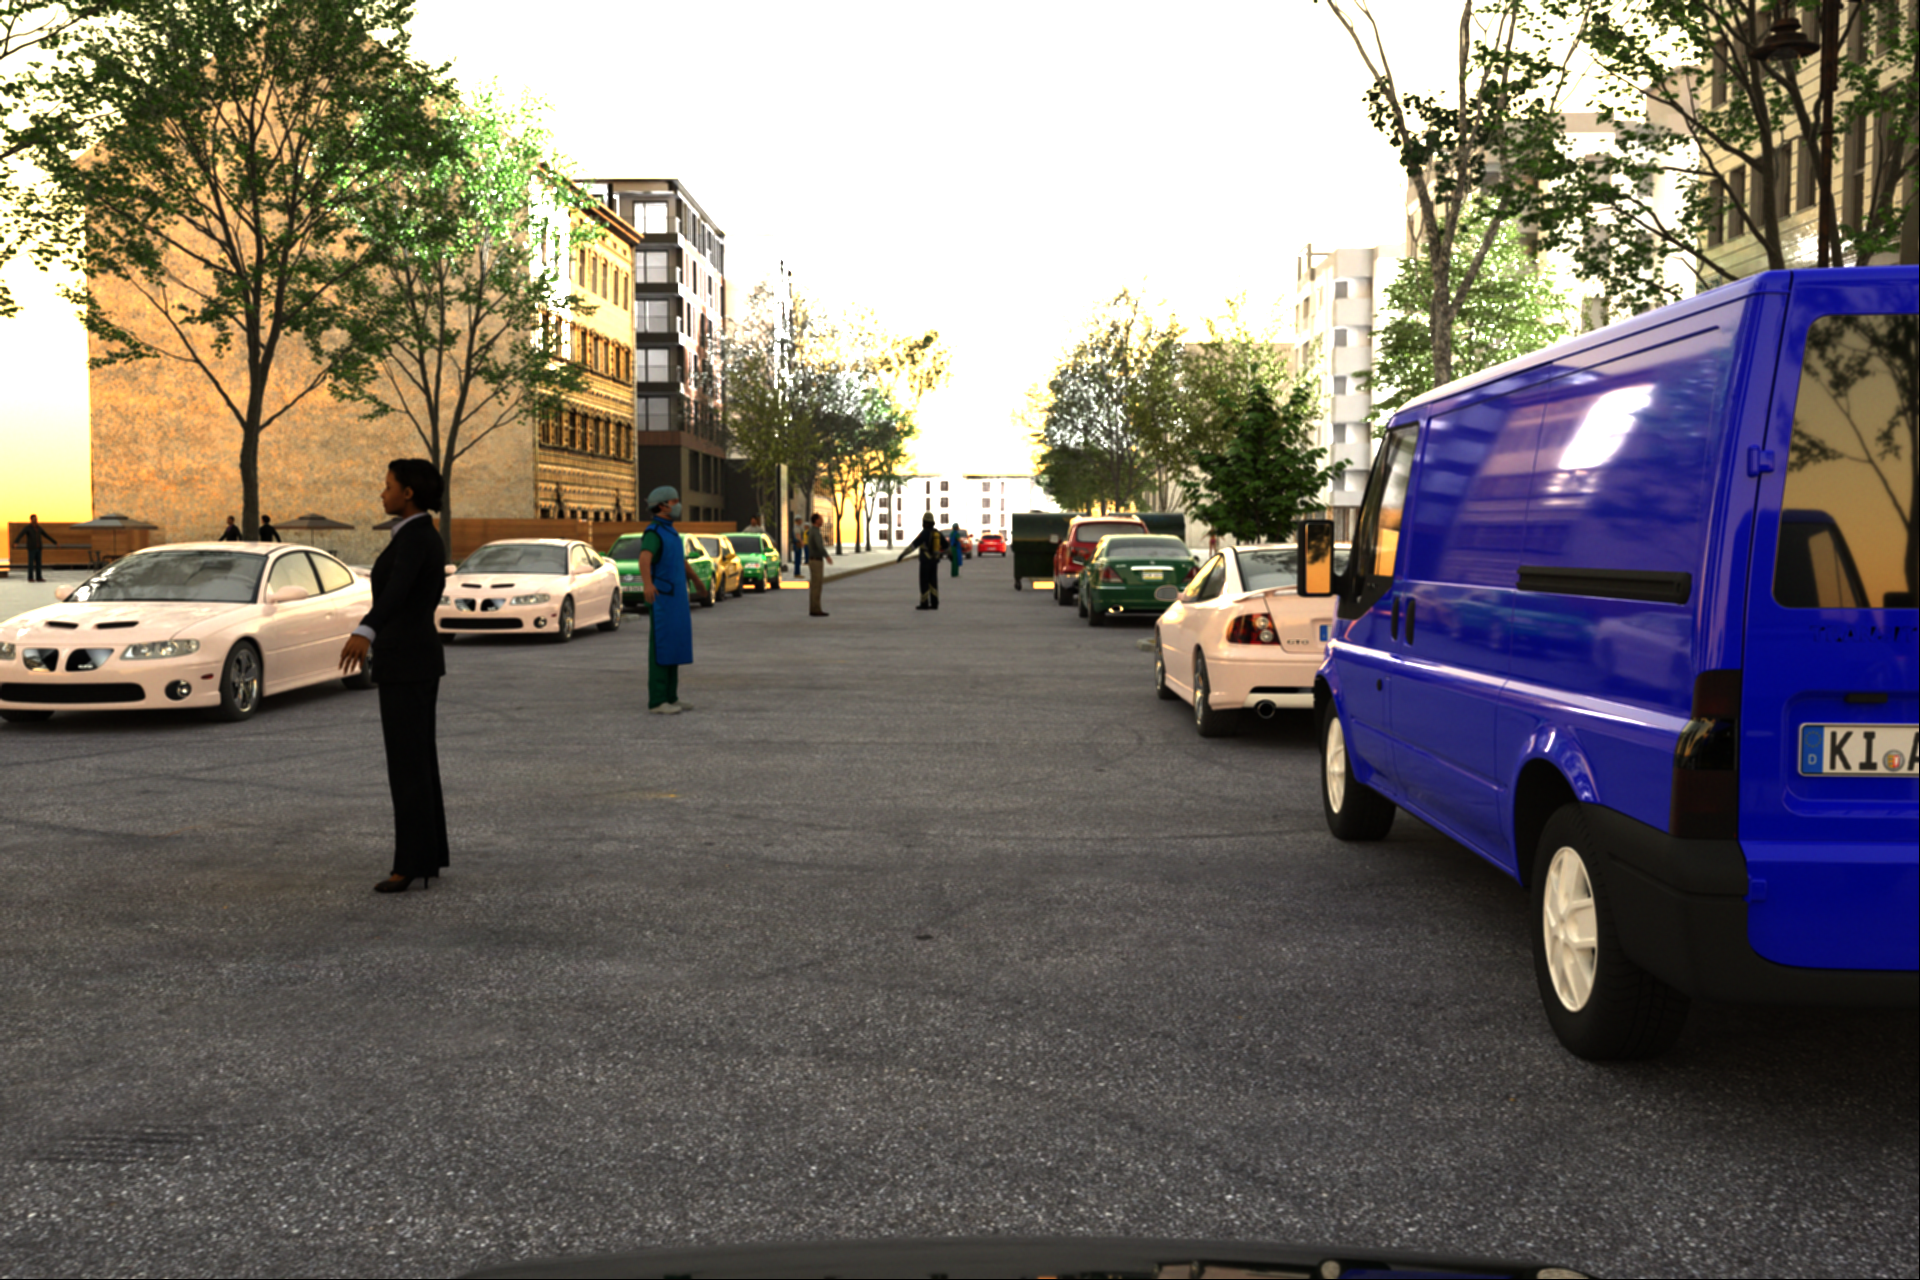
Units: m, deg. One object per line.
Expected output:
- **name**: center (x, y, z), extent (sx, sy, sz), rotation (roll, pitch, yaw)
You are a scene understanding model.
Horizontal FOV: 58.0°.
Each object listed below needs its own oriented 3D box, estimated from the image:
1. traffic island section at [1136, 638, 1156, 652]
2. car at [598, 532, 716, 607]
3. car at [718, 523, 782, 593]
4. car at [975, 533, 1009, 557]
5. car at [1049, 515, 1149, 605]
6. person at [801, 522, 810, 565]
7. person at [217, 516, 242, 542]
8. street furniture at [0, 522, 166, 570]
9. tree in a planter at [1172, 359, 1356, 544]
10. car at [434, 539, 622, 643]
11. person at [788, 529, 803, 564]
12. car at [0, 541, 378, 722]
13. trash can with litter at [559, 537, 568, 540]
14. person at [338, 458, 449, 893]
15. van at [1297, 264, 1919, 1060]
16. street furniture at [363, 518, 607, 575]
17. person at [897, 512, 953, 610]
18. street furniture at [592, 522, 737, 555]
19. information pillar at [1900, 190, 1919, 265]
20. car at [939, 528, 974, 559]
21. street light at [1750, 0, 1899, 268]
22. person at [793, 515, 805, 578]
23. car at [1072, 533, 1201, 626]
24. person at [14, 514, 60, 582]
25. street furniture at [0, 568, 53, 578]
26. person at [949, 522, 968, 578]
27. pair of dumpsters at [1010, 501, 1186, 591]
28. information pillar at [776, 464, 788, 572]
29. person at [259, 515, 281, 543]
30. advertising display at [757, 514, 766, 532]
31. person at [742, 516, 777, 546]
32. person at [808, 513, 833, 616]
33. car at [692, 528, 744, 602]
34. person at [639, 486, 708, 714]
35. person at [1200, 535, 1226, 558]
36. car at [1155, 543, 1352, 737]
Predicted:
- **traffic island section**: center (3.231, 0.072, 21.684), extent (1.991, 0.108, 1.994), rotation (0, 4, 1)
- **car**: center (-5.769, -1.463, 32.709), extent (1.959, 1.807, 4.718), rotation (0, 4, 2)
- **car**: center (-5.594, -2.136, 43.713), extent (1.959, 1.807, 4.718), rotation (0, 4, 1)
- **car**: center (2.041, -6.235, 110.989), extent (2.155, 1.783, 4.494), rotation (0, 4, 1)
- **car**: center (3.019, -1.688, 36.268), extent (2.281, 1.827, 5.304), rotation (0, 4, 1)
- **person**: center (-6.413, -3.980, 71.538), extent (0.721, 1.772, 1.216), rotation (-1, 4, -22)
- **person**: center (-21.199, -2.699, 50.352), extent (1.346, 1.802, 0.704), rotation (3, 4, 36)
- **street furniture**: center (-31.252, -3.575, 65.300), extent (9.812, 1.723, 11.010), rotation (-1, 4, -18)
- **tree in a planter**: center (3.064, -1.254, 17.718), extent (1.991, 3.239, 1.994), rotation (0, 4, 1)
- **car**: center (-6.041, -0.732, 24.335), extent (2.083, 1.381, 4.827), rotation (0, 4, 2)
- **person**: center (-7.036, -4.212, 75.000), extent (0.704, 1.812, 1.346), rotation (1, 4, 21)
- **car**: center (-6.352, -0.144, 14.720), extent (2.083, 1.381, 4.827), rotation (0, 4, 1)
- **trash can with litter**: center (-8.933, -1.758, 39.798), extent (1.678, 1.210, 2.233), rotation (0, 4, 2)
- **person**: center (-2.310, 0.131, 7.043), extent (0.721, 1.740, 1.216), rotation (0, 4, -6)
- **van**: center (2.635, -0.120, 6.351), extent (2.240, 2.365, 5.245), rotation (0, 4, 1)
- **street furniture**: center (-12.410, -2.664, 50.414), extent (11.010, 1.723, 9.812), rotation (-1, 4, -8)
- **person**: center (-0.612, -1.508, 32.891), extent (1.354, 1.856, 0.705), rotation (-3, 5, -42)
- **street furniture**: center (-12.163, -3.413, 62.663), extent (9.812, 1.723, 11.010), rotation (-1, 4, -9)
- **information pillar**: center (5.939, -1.183, 10.703), extent (0.183, 3.616, 0.504), rotation (0, 4, 1)
- **car**: center (-0.339, -5.649, 101.041), extent (2.281, 1.827, 5.304), rotation (0, 4, 2)
- **street light**: center (6.018, -2.404, 12.088), extent (0.468, 5.910, 1.993), rotation (0, 4, 2)
- **person**: center (-4.681, -2.721, 50.350), extent (0.705, 1.847, 1.347), rotation (-1, 4, -11)
- **car**: center (2.931, -1.014, 28.379), extent (2.131, 1.459, 4.920), rotation (0, 4, 1)
- **person**: center (-24.777, -2.467, 46.405), extent (0.705, 1.821, 1.348), rotation (2, 4, 25)
- **street furniture**: center (-32.750, -2.554, 48.618), extent (9.812, 1.723, 11.010), rotation (1, 4, 16)
- **person**: center (-0.113, -2.965, 57.069), extent (0.704, 1.817, 1.347), rotation (-2, 4, -23)
- **pair of dumpsters**: center (3.503, -2.405, 44.269), extent (4.436, 2.255, 1.574), rotation (0, 4, 1)
- **information pillar**: center (-6.012, -4.108, 58.488), extent (0.184, 3.620, 1.656), rotation (0, 4, 2)
- **person**: center (-19.293, -2.564, 48.103), extent (0.705, 1.806, 1.347), rotation (1, 4, 21)
- **advertising display**: center (-6.279, -3.030, 54.753), extent (0.123, 1.923, 0.974), rotation (0, 4, 3)
- **person**: center (-5.988, -2.700, 50.329), extent (1.347, 1.806, 0.705), rotation (0, 4, -5)
- **person**: center (-2.487, -1.321, 30.334), extent (0.705, 1.796, 1.348), rotation (-1, 4, -17)
- **car**: center (-5.838, -1.700, 38.026), extent (2.015, 1.641, 3.980), rotation (0, 4, 2)
- **person**: center (-2.341, -0.328, 13.941), extent (0.704, 1.817, 1.347), rotation (1, 4, 9)
- **person**: center (12.172, -4.683, 83.366), extent (1.217, 1.733, 0.721), rotation (0, 4, 4)
- **car**: center (2.624, -0.075, 13.596), extent (2.083, 1.381, 4.827), rotation (0, 4, 1)
